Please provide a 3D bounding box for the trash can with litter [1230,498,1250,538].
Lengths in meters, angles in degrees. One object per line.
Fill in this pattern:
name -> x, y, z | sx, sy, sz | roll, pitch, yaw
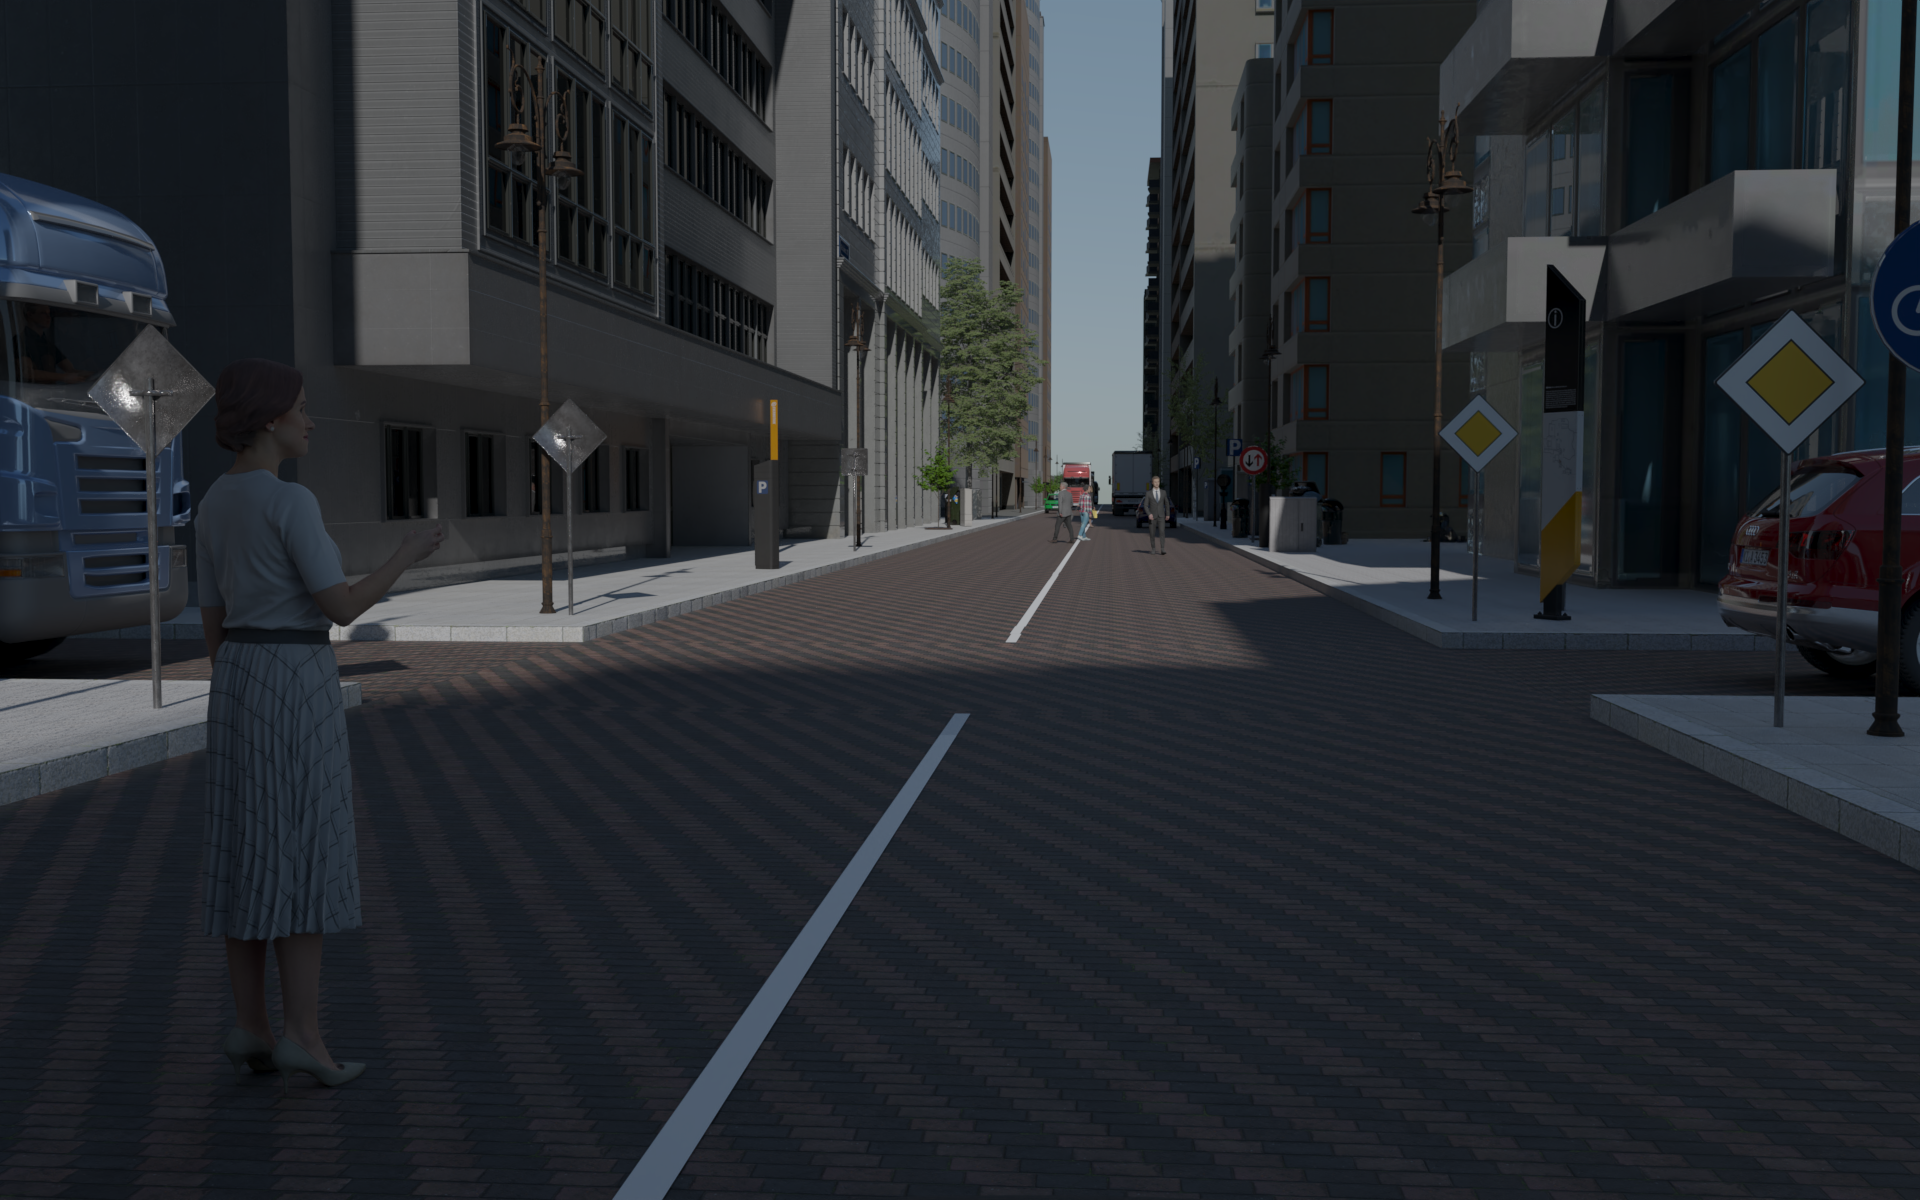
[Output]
trash can with litter -> 8.153, -2.415, 50.876 | 0.624, 1.170, 1.055 | 0, 4, -1

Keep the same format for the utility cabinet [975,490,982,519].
utility cabinet -> 0.623, -4.798, 87.122 | 0.318, 1.500, 1.173 | -2, 4, -34

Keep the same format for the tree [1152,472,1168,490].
tree -> 17.060, -9.513, 150.146 | 1.663, 3.219, 1.824 | 0, 3, 0

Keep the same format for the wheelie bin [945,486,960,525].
wheelie bin -> -0.185, -3.881, 71.360 | 0.693, 1.594, 0.980 | -1, 4, -23

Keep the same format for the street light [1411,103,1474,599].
street light -> 5.809, -2.950, 21.019 | 0.468, 5.910, 1.993 | 0, 4, 5

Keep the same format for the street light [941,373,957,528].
street light -> -0.424, -5.708, 66.111 | 0.468, 5.910, 1.993 | 0, 4, 5

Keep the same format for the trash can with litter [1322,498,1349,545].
trash can with litter -> 9.495, -1.997, 44.032 | 0.624, 1.170, 1.055 | 2, 4, 30

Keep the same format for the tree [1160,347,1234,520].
tree -> 11.909, -8.323, 86.437 | 4.737, 8.622, 4.395 | 0, 3, 0

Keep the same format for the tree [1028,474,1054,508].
tree -> 7.429, -10.310, 163.165 | 1.663, 3.219, 1.824 | 0, 3, 0

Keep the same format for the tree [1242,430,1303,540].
tree -> 8.477, -3.274, 48.131 | 1.663, 3.219, 1.824 | 0, 3, 0

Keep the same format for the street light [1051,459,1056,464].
street light -> 9.294, -12.550, 177.976 | 0.468, 5.910, 1.993 | 0, 4, 5

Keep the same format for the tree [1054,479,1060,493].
tree -> 9.917, -11.864, 188.583 | 1.663, 3.219, 1.824 | 0, 3, 0

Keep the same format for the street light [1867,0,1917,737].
street light -> 4.928, -2.217, 9.043 | 0.468, 5.910, 1.993 | 0, 4, 5

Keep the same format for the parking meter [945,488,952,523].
parking meter -> -0.481, -4.132, 75.977 | 0.372, 1.533, 0.369 | 0, 3, 0

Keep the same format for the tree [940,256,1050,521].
tree -> 0.406, -10.114, 83.492 | 7.486, 12.596, 7.792 | 0, 3, 0

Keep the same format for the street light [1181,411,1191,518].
street light -> 12.481, -7.550, 96.237 | 0.468, 5.910, 1.993 | 0, 4, 5

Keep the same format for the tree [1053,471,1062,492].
tree -> 14.199, -16.030, 245.805 | 4.285, 4.588, 4.351 | 0, 3, 0

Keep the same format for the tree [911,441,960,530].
tree -> -0.778, -4.159, 62.594 | 1.663, 3.219, 1.824 | 0, 3, 0

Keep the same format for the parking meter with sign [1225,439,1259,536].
parking meter with sign -> 8.946, -3.528, 53.949 | 0.543, 3.016, 1.738 | -1, 4, -21

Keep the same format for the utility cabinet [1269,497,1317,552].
utility cabinet -> 7.377, -1.665, 38.378 | 1.020, 1.237, 0.306 | 0, 4, 8

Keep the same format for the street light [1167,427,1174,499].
street light -> 14.545, -8.996, 119.866 | 0.468, 5.910, 1.993 | 0, 4, 5

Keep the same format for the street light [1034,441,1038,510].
street light -> 6.267, -10.384, 142.560 | 0.468, 5.910, 1.993 | 0, 4, 5

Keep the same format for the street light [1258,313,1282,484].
street light -> 7.950, -4.387, 44.519 | 0.468, 5.910, 1.993 | 0, 4, 5

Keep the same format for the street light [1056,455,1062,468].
street light -> 11.291, -13.996, 201.615 | 0.468, 5.910, 1.993 | 0, 4, 5

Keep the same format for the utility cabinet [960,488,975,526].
utility cabinet -> 0.256, -3.680, 68.852 | 0.318, 1.500, 1.173 | -1, 4, -8

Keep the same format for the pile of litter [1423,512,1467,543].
pile of litter -> 13.047, -1.983, 46.379 | 1.176, 0.858, 1.719 | -1, 4, -10

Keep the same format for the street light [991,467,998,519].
street light -> 2.003, -7.459, 94.745 | 0.468, 5.910, 1.993 | 0, 4, 5

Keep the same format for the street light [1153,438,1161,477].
street light -> 16.430, -10.434, 143.388 | 0.468, 5.910, 1.993 | 0, 4, 5

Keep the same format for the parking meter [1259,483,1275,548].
parking meter -> 7.378, -2.029, 41.587 | 0.372, 1.533, 0.369 | 0, 3, 0

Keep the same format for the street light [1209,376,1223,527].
street light -> 10.039, -5.825, 68.024 | 0.468, 5.910, 1.993 | 0, 4, 5

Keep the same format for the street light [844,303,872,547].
street light -> -2.468, -4.232, 41.973 | 0.468, 5.910, 1.993 | 0, 4, 5

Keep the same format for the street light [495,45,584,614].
street light -> -4.436, -2.793, 18.458 | 0.468, 5.910, 1.993 | 0, 4, 5

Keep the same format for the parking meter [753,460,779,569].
parking meter -> -3.310, -1.460, 29.581 | 0.399, 1.863, 0.255 | 2, 4, 28

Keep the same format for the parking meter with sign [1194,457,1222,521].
parking meter with sign -> 12.007, -5.265, 82.341 | 1.738, 3.016, 0.543 | -1, 4, -21

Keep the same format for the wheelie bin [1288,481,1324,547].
wheelie bin -> 8.342, -2.075, 41.838 | 0.693, 1.594, 0.980 | -3, 5, -39

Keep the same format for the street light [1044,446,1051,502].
street light -> 8.203, -11.832, 166.242 | 0.468, 5.910, 1.993 | 0, 4, 5

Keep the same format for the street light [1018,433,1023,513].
street light -> 4.156, -8.935, 118.879 | 0.468, 5.910, 1.993 | 0, 4, 5

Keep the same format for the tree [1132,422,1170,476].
tree -> 19.661, -13.849, 176.787 | 4.360, 8.622, 3.978 | 0, 3, 0
